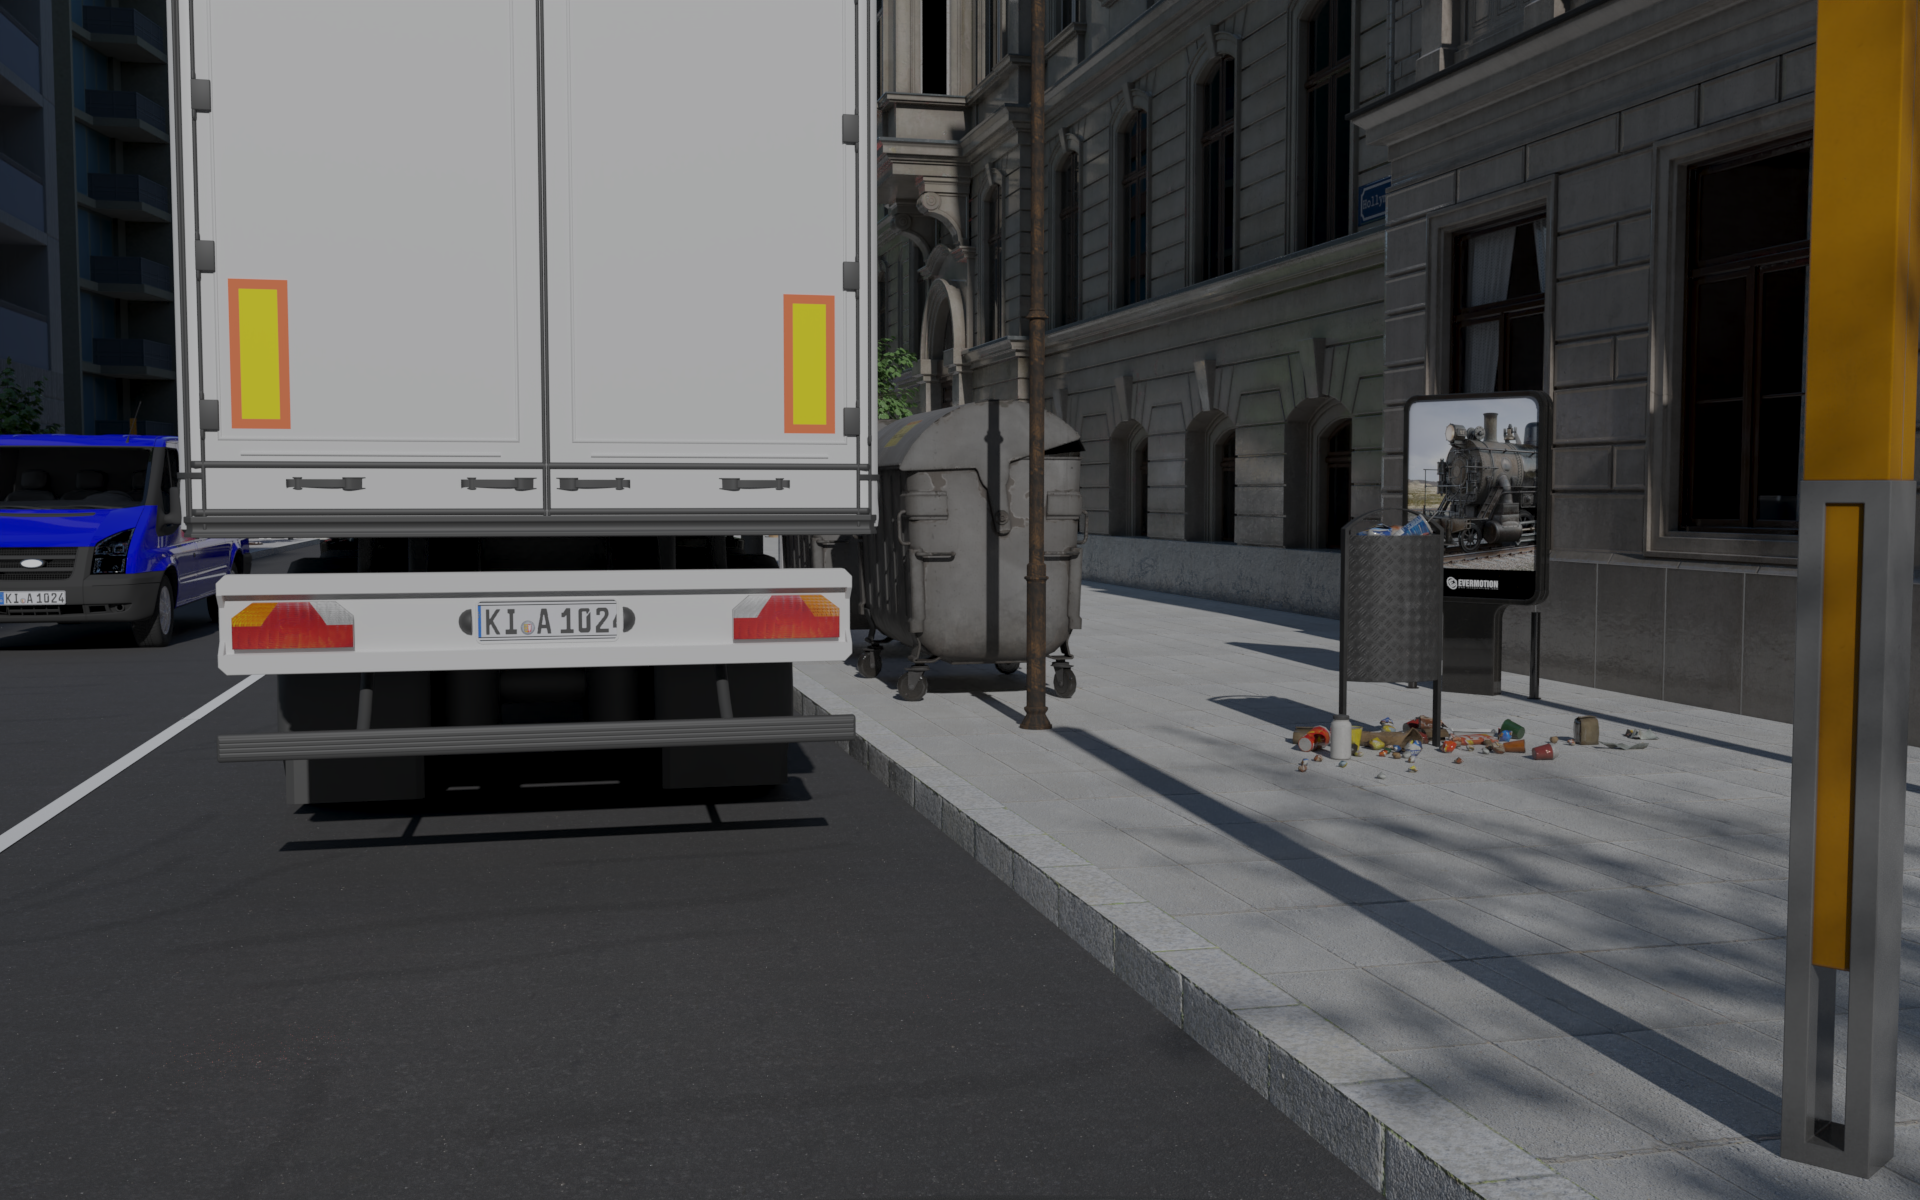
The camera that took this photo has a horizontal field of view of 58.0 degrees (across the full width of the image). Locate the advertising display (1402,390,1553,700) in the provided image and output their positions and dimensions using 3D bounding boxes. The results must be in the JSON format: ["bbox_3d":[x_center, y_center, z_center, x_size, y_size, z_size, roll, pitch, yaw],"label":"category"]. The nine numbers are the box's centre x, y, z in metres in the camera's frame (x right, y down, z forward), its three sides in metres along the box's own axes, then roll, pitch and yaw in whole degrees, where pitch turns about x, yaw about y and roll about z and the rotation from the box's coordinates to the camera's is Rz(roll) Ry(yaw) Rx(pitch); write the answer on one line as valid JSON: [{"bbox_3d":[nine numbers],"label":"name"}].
[{"bbox_3d":[3.290,-0.359,11.089,0.974,1.923,0.123,3,5,44],"label":"advertising display"}]

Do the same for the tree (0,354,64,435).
[{"bbox_3d":[-13.089,-1.806,24.134,1.663,3.219,1.824,0,3,0],"label":"tree"}]

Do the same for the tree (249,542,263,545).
[{"bbox_3d":[-18.015,-2.995,43.564,1.663,3.219,1.824,0,3,0],"label":"tree"}]

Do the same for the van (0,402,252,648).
[{"bbox_3d":[-8.733,-0.816,17.719,2.240,2.365,5.245,-1,4,-13],"label":"van"}]

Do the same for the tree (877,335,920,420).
[{"bbox_3d":[-2.328,-2.546,25.341,4.285,4.588,4.351,0,3,0],"label":"tree"}]

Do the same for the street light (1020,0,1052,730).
[{"bbox_3d":[0.417,-2.234,9.320,0.468,5.910,1.993,-1,4,-14],"label":"street light"}]

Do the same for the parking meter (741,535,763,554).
[{"bbox_3d":[-3.427,-1.231,28.532,0.372,1.533,0.369,0,3,0],"label":"parking meter"}]

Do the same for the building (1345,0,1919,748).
[{"bbox_3d":[10.121,-8.674,6.451,10.561,19.102,19.286,-1,4,-14],"label":"building"}]

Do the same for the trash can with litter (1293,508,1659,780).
[{"bbox_3d":[2.575,0.145,8.680,2.233,1.210,1.678,-1,4,-9],"label":"trash can with litter"}]

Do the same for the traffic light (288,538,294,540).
[{"bbox_3d":[-18.724,-3.637,48.385,0.839,4.253,0.868,-1,4,-14],"label":"traffic light"}]

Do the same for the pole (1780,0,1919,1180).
[{"bbox_3d":[1.695,-0.575,3.246,0.158,3.312,0.155,0,3,0],"label":"pole"}]

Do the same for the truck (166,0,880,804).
[{"bbox_3d":[-2.832,-1.382,11.517,2.839,4.237,11.283,-1,4,-14],"label":"truck"}]

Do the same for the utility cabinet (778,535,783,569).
[{"bbox_3d":[-1.353,-0.410,17.861,1.020,1.237,0.306,-1,4,-10],"label":"utility cabinet"}]

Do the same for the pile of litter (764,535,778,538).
[{"bbox_3d":[-4.899,-2.287,51.357,1.719,0.858,1.176,1,4,9],"label":"pile of litter"}]

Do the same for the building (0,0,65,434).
[{"bbox_3d":[-32.887,-29.853,30.093,28.212,58.520,21.231,-1,4,-14],"label":"building"}]

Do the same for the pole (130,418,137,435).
[{"bbox_3d":[-22.281,-3.236,46.757,0.158,3.312,0.155,0,3,0],"label":"pole"}]

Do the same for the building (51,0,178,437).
[{"bbox_3d":[-40.670,-25.420,70.249,22.147,44.769,28.867,-1,4,-14],"label":"building"}]

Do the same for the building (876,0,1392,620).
[{"bbox_3d":[5.184,-13.084,33.000,14.460,24.649,34.723,-1,4,-14],"label":"building"}]

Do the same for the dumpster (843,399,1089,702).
[{"bbox_3d":[0.037,-0.348,11.447,1.264,1.857,1.865,-1,4,-14],"label":"dumpster"}]

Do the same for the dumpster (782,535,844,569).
[{"bbox_3d":[-0.782,-0.515,14.179,1.264,1.857,1.865,-1,4,-14],"label":"dumpster"}]
